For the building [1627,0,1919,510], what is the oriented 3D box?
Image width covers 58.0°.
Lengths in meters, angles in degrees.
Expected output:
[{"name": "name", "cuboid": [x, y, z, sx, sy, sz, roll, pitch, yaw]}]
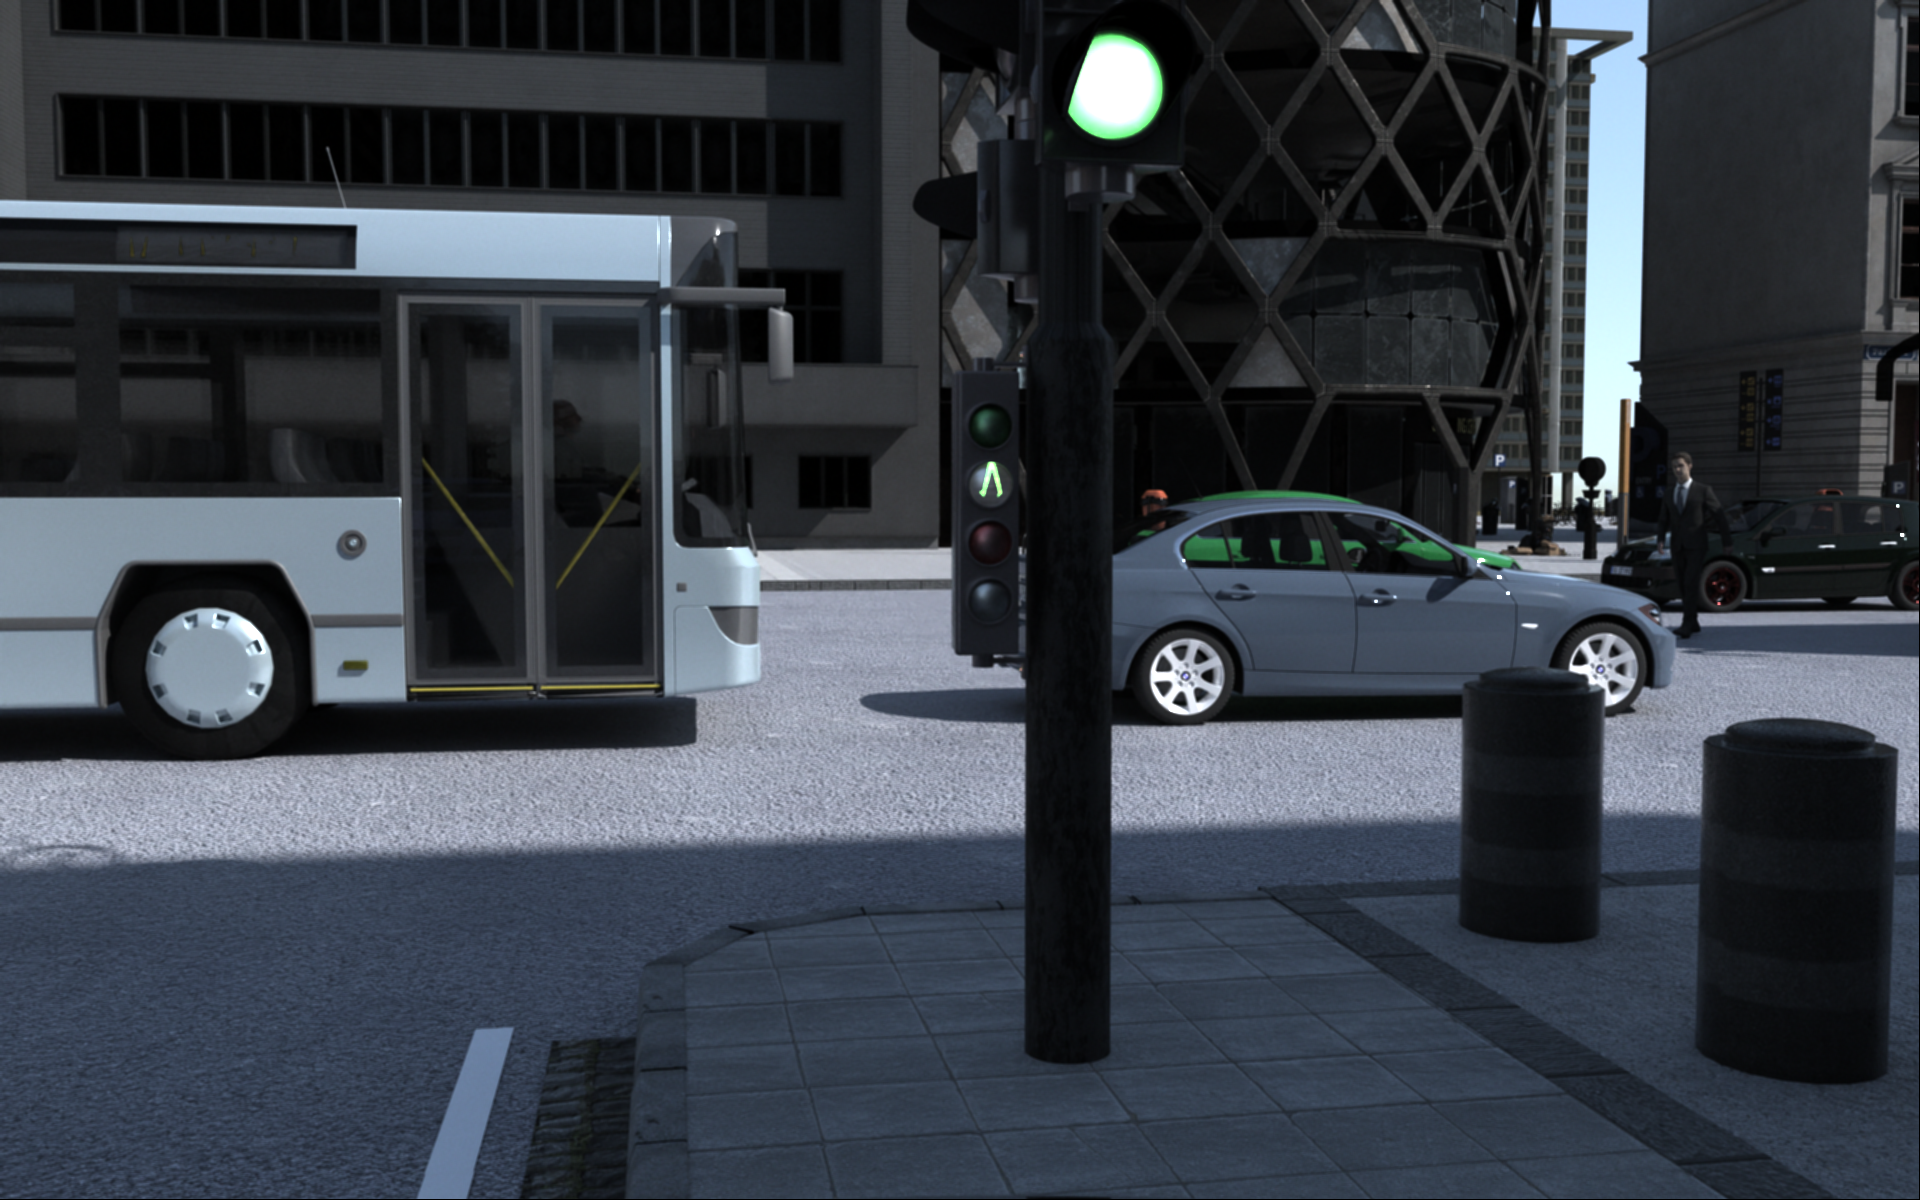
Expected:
[{"name": "building", "cuboid": [31.371, -13.045, 49.441, 21.152, 22.565, 11.583, -1, 4, -10]}]

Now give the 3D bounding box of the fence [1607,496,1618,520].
[{"name": "fence", "cuboid": [32.850, -4.572, 85.954, 2.264, 1.192, 0.480, -3, 5, -44]}]

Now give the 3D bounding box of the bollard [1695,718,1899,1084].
[{"name": "bollard", "cuboid": [1.898, 0.659, 3.937, 0.404, 0.777, 0.398, 0, 3, 0]}]

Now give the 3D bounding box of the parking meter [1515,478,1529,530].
[{"name": "parking meter", "cuboid": [20.043, -3.427, 61.745, 0.399, 1.863, 0.255, 0, 4, -7]}]

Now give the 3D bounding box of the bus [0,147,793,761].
[{"name": "bus", "cuboid": [-6.970, -0.922, 9.938, 13.247, 3.499, 2.948, -1, 4, -9]}]

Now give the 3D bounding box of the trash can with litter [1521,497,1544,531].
[{"name": "trash can with litter", "cuboid": [19.883, -2.949, 59.608, 1.055, 1.170, 0.624, -2, 4, -33]}]

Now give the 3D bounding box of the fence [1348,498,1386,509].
[{"name": "fence", "cuboid": [8.344, -1.492, 35.602, 0.480, 1.192, 2.264, 0, 4, -7]}]

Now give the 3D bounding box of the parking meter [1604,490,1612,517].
[{"name": "parking meter", "cuboid": [36.053, -5.377, 96.325, 0.372, 1.533, 0.369, 0, 3, 0]}]

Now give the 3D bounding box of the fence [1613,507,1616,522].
[{"name": "fence", "cuboid": [31.466, -3.986, 80.540, 2.069, 0.683, 0.278, 0, 4, 4]}]

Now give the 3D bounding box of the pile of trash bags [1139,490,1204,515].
[{"name": "pile of trash bags", "cuboid": [5.407, -1.676, 37.156, 3.447, 1.369, 1.912, 2, 4, 34]}]

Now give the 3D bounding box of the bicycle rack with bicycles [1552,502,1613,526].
[{"name": "bicycle rack with bicycles", "cuboid": [24.595, -3.520, 70.934, 2.852, 0.926, 2.925, -1, 4, -17]}]

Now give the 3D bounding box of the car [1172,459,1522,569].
[{"name": "car", "cuboid": [3.528, -0.551, 17.799, 4.718, 1.807, 1.959, -1, 4, -11]}]

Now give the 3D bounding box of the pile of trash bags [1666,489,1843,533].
[{"name": "pile of trash bags", "cuboid": [15.397, -1.451, 33.482, 3.447, 1.369, 1.912, 0, 4, -4]}]

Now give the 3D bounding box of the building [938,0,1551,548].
[{"name": "building", "cuboid": [6.787, -11.014, 47.537, 16.811, 18.784, 16.820, -1, 4, -10]}]

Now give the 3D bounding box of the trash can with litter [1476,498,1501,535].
[{"name": "trash can with litter", "cuboid": [16.385, -2.626, 54.322, 1.055, 1.170, 0.624, 0, 4, 6]}]

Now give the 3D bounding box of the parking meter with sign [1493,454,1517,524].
[{"name": "parking meter with sign", "cuboid": [23.683, -4.807, 74.852, 0.543, 3.016, 1.738, -1, 4, -10]}]

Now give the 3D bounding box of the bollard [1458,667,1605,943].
[{"name": "bollard", "cuboid": [1.687, 0.587, 5.120, 0.404, 0.777, 0.398, 0, 3, 0]}]

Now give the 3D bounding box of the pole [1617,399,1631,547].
[{"name": "pole", "cuboid": [14.275, -2.654, 37.233, 0.158, 3.312, 0.155, 0, 3, 0]}]

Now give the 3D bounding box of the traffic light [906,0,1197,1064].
[{"name": "traffic light", "cuboid": [-1.830, -1.758, 3.407, 4.771, 5.953, 1.251, -1, 4, -10]}]

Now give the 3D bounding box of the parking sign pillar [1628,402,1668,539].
[{"name": "parking sign pillar", "cuboid": [19.801, -3.762, 49.981, 1.447, 3.967, 1.447, -1, 4, -17]}]

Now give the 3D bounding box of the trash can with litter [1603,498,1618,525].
[{"name": "trash can with litter", "cuboid": [27.543, -3.667, 71.010, 2.233, 1.210, 1.678, 3, 5, 41]}]

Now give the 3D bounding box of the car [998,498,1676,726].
[{"name": "car", "cuboid": [2.515, 0.020, 11.679, 4.499, 1.417, 2.014, -1, 4, -9]}]

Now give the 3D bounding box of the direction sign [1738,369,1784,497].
[{"name": "direction sign", "cuboid": [14.636, -2.429, 31.717, 0.379, 3.537, 0.876, -2, 4, -30]}]

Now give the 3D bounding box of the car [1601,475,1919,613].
[{"name": "car", "cuboid": [10.265, -0.734, 21.782, 4.222, 1.686, 2.009, 0, 4, -8]}]

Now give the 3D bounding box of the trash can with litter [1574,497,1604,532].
[{"name": "trash can with litter", "cuboid": [21.466, -2.914, 59.026, 0.624, 1.170, 1.055, -2, 4, -30]}]

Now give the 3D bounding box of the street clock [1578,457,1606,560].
[{"name": "street clock", "cuboid": [12.355, -1.794, 33.910, 0.358, 2.002, 0.471, -2, 4, -35]}]

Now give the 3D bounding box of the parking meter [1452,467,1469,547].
[{"name": "parking meter", "cuboid": [10.828, -1.944, 37.488, 0.255, 1.863, 0.399, 0, 4, -2]}]

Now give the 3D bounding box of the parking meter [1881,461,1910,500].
[{"name": "parking meter", "cuboid": [16.418, -1.512, 30.426, 0.399, 1.863, 0.255, 1, 4, 12]}]

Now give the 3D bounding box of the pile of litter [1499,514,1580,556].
[{"name": "pile of litter", "cuboid": [12.169, -1.374, 36.425, 1.176, 0.858, 1.719, -2, 4, -25]}]

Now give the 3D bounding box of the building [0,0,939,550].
[{"name": "building", "cuboid": [-16.103, -13.646, 42.183, 30.058, 24.678, 14.314, -1, 4, -10]}]

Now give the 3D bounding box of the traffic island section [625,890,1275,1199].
[{"name": "traffic island section", "cuboid": [0.259, 1.117, 4.018, 2.009, 0.180, 2.903, -1, 4, -10]}]

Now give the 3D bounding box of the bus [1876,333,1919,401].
[{"name": "bus", "cuboid": [15.216, -1.529, 16.551, 12.252, 3.916, 2.896, -1, 4, -9]}]

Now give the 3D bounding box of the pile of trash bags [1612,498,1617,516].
[{"name": "pile of trash bags", "cuboid": [38.985, -5.499, 99.656, 3.447, 1.369, 1.912, 2, 4, 24]}]

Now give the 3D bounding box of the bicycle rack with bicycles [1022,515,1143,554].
[{"name": "bicycle rack with bicycles", "cuboid": [2.136, -1.042, 30.413, 2.852, 0.926, 2.925, 3, 4, 37]}]

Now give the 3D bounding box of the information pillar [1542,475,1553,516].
[{"name": "information pillar", "cuboid": [23.109, -3.896, 68.185, 0.304, 2.012, 0.304, -1, 4, -15]}]

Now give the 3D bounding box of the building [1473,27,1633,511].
[{"name": "building", "cuboid": [35.993, -27.619, 143.458, 23.993, 40.220, 32.217, -1, 4, -10]}]

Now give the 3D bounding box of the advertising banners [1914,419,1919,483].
[{"name": "advertising banners", "cuboid": [22.611, -2.664, 39.748, 0.090, 3.025, 2.074, -1, 4, -11]}]

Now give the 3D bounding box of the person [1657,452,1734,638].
[{"name": "person", "cuboid": [7.277, -0.556, 17.365, 0.755, 1.850, 0.659, -3, 5, -39]}]
